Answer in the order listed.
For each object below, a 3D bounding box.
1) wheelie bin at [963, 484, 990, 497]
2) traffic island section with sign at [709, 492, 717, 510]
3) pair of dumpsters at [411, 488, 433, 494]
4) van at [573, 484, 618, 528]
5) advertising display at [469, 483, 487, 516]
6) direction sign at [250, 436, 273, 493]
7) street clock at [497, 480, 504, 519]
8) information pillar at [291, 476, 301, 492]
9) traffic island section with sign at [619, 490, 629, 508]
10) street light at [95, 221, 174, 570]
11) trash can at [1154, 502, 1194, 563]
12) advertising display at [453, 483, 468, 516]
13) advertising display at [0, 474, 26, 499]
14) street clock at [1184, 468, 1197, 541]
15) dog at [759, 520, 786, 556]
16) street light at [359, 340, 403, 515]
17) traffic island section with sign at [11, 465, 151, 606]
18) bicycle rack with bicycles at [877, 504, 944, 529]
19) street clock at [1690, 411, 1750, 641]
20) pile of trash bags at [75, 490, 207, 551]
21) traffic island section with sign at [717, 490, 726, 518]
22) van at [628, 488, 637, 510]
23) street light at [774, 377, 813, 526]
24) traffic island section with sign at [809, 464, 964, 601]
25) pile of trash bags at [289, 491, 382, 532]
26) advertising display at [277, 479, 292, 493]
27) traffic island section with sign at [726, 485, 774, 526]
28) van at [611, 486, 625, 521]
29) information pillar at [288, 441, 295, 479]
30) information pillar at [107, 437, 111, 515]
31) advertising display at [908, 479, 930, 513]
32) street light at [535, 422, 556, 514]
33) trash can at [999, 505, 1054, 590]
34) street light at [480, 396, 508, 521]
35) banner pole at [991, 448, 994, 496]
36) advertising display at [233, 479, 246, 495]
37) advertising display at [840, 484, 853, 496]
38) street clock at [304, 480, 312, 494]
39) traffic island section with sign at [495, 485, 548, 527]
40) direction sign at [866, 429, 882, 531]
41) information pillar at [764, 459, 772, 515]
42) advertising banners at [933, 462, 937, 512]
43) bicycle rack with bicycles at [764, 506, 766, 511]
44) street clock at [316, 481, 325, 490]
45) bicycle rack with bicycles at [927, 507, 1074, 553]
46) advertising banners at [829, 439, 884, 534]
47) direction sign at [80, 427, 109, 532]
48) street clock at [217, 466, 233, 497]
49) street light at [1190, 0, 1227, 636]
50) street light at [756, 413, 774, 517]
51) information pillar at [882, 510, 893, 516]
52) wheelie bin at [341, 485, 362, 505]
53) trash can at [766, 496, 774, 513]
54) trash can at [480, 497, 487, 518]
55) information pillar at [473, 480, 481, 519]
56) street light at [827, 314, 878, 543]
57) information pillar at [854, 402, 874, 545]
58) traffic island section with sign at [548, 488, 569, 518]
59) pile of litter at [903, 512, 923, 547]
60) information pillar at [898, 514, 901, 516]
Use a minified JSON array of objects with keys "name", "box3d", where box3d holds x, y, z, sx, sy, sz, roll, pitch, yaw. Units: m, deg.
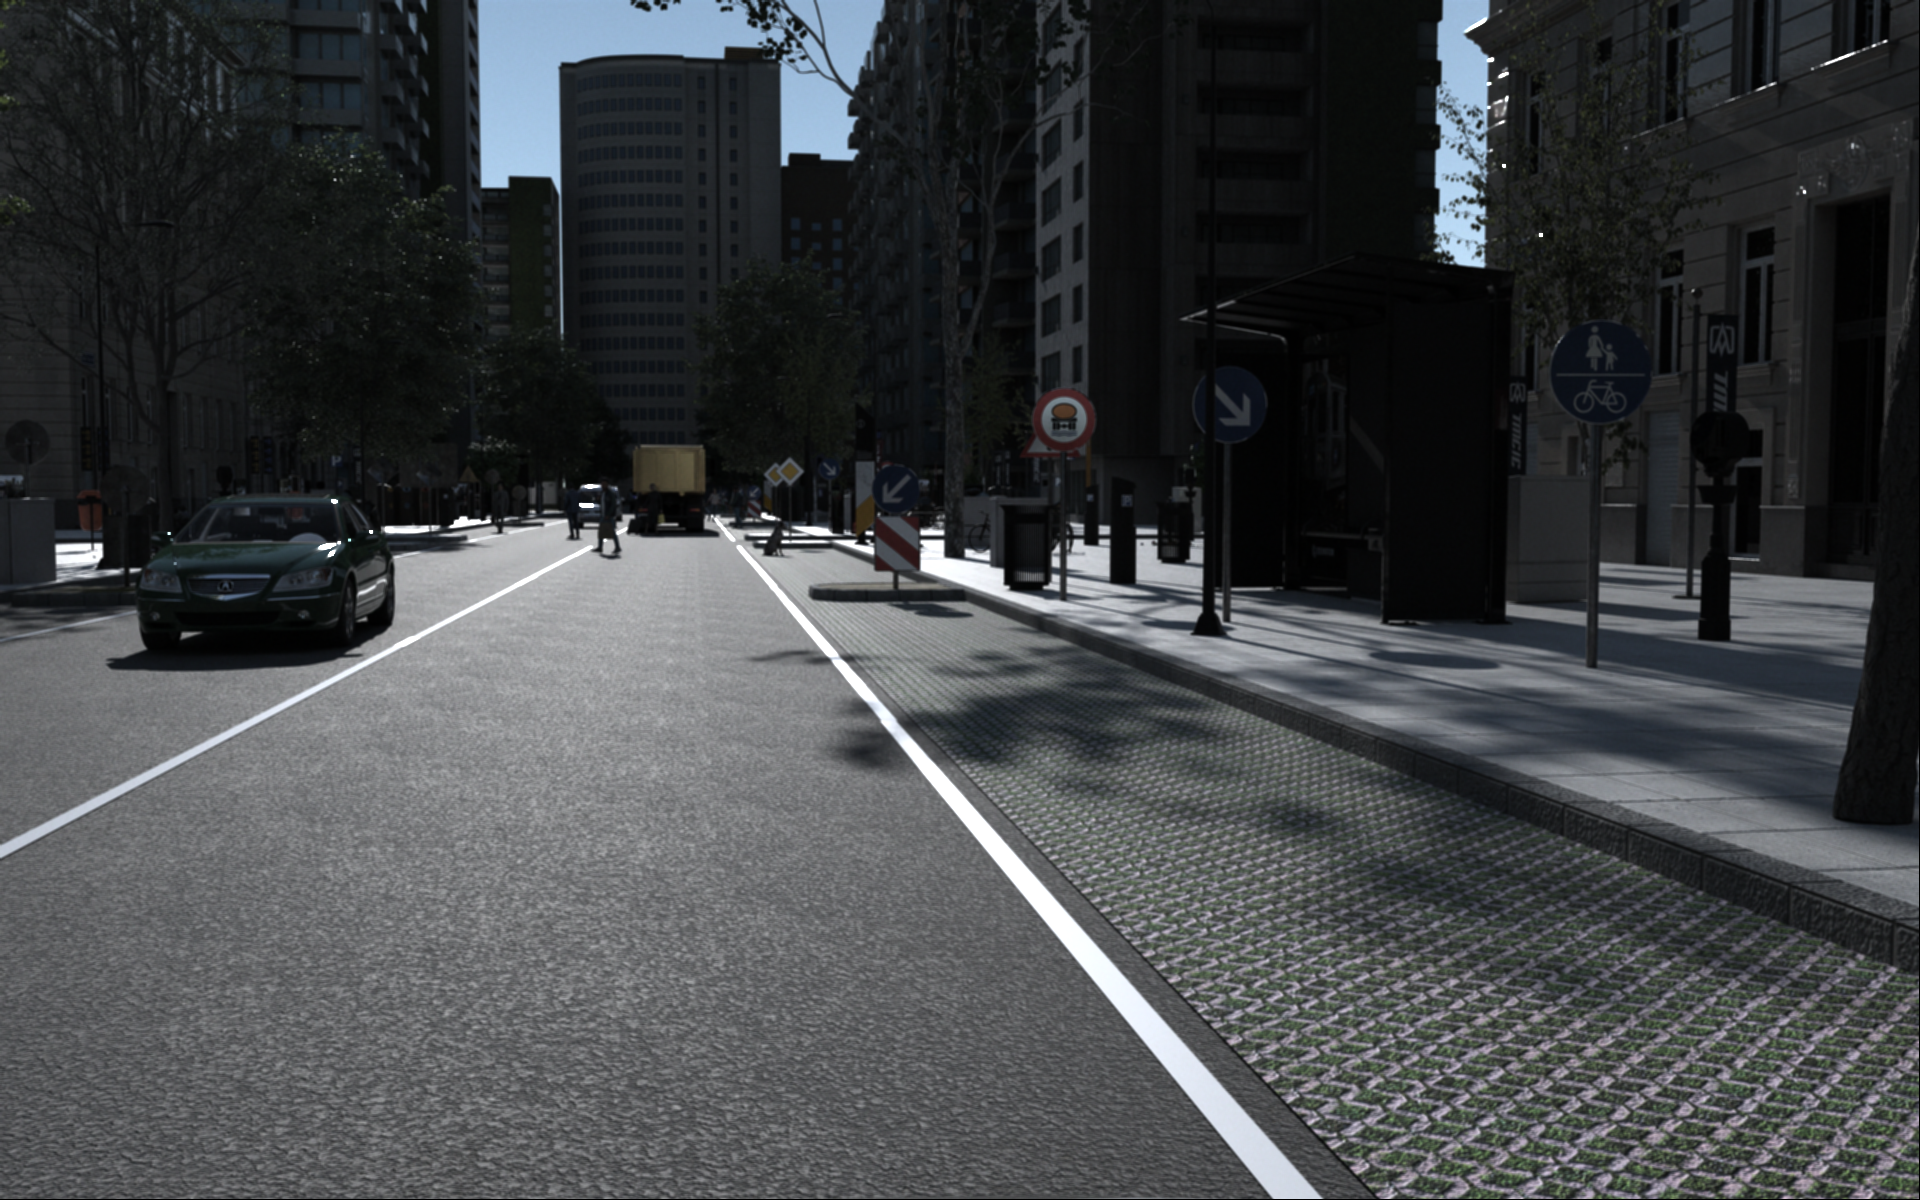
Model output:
[{"name":"wheelie bin","box3d":[0.447,-2.872,54.866,0.980,1.594,0.693,0,4,4]},{"name":"traffic island section with sign","box3d":[-21.304,-8.984,155.523,1.989,1.847,2.006,-1,4,-9]},{"name":"pair of dumpsters","box3d":[-25.592,-4.898,82.568,1.574,2.255,4.437,-1,4,-9]},{"name":"van","box3d":[-15.589,-4.094,73.946,2.013,2.044,4.112,-1,4,-8]},{"name":"advertising display","box3d":[-27.620,-5.772,99.579,0.974,1.923,0.123,1,4,20]},{"name":"direction sign","box3d":[-27.240,-4.623,67.588,0.379,3.537,0.876,3,5,39]},{"name":"street clock","box3d":[-23.944,-5.245,90.324,0.358,2.002,0.471,0,4,-1]},{"name":"information pillar","box3d":[-26.916,-4.021,70.241,0.304,2.012,0.304,-1,4,-11]},{"name":"traffic island section with sign","box3d":[-35.485,-10.509,180.444,1.989,1.847,2.006,-1,4,-9]},{"name":"street light","box3d":[-14.052,-3.484,29.512,1.470,5.913,1.316,-1,4,-9]},{"name":"trash can","box3d":[3.992,-1.265,32.334,0.748,1.137,0.748,0,3,0]},{"name":"advertising display","box3d":[-28.773,-5.801,100.063,0.974,1.923,0.123,-1,4,-19]},{"name":"advertising display","box3d":[-30.145,-3.042,54.948,0.123,1.923,0.974,2,4,30]},{"name":"street clock","box3d":[6.302,-2.617,47.366,0.358,2.002,0.471,1,4,20]},{"name":"dog","box3d":[-4.437,-1.429,40.202,0.800,0.831,0.513,-1,4,-8]},{"name":"street light","box3d":[-17.514,-4.881,52.354,1.470,5.913,1.316,-1,4,-9]},{"name":"traffic island section with sign","box3d":[-11.293,-0.891,23.189,1.989,1.847,2.006,-1,4,-9]},{"name":"bicycle rack with bicycles","box3d":[-1.173,-3.025,62.846,2.925,0.926,2.852,1,4,16]},{"name":"street clock","box3d":[6.624,-0.647,15.152,0.358,2.002,0.471,-1,4,-20]},{"name":"pile of trash bags","box3d":[-18.523,-1.854,40.058,3.447,1.369,1.912,-2,4,-29]},{"name":"traffic island section with sign","box3d":[-13.597,-5.918,105.394,1.989,1.847,2.006,-1,4,-9]},{"name":"van","box3d":[-28.251,-9.129,153.638,2.240,2.365,5.245,-1,4,-9]},{"name":"street light","box3d":[-6.563,-5.902,69.046,1.470,5.913,1.316,-1,4,-9]},{"name":"traffic island section with sign","box3d":[-1.072,-0.936,23.928,1.989,1.847,2.006,-1,4,-9]},{"name":"pile of trash bags","box3d":[-21.217,-2.975,58.401,3.447,1.369,1.912,1,4,15]},{"name":"advertising display","box3d":[-28.238,-4.129,72.730,0.123,1.923,0.974,2,4,24]},{"name":"traffic island section with sign","box3d":[-9.498,-4.289,78.752,1.989,1.847,2.006,-1,4,-9]},{"name":"van","box3d":[-18.969,-5.245,92.767,2.013,2.044,4.112,-1,4,-10]},{"name":"information pillar","box3d":[-29.676,-5.236,76.955,0.183,3.616,0.504,0,4,1]},{"name":"information pillar","box3d":[-30.371,-4.303,61.704,0.183,3.616,0.504,-1,4,-14]},{"name":"advertising display","box3d":[-1.742,-4.142,72.930,0.974,1.923,0.123,-1,4,-10]},{"name":"street light","box3d":[-26.728,-8.514,111.751,1.470,5.913,1.316,-1,4,-9]},{"name":"trash can","box3d":[0.891,-0.708,23.231,0.748,1.137,0.748,0,3,0]},{"name":"street light","box3d":[-22.148,-6.714,82.308,1.470,5.913,1.316,-1,4,-9]},{"name":"banner pole","box3d":[1.938,-6.308,93.152,0.863,3.779,0.401,-2,4,-34]},{"name":"advertising display","box3d":[-31.020,-4.246,74.629,0.123,1.923,0.974,0,4,2]},{"name":"advertising display","box3d":[-7.130,-6.364,109.262,0.974,1.923,0.123,-3,5,-43]},{"name":"street clock","box3d":[-34.189,-5.279,90.886,0.358,2.002,0.471,0,4,-2]},{"name":"traffic island section with sign","box3d":[-19.596,-4.192,77.171,1.989,1.847,2.006,-1,4,-9]},{"name":"direction sign","box3d":[-3.158,-4.171,60.195,0.876,3.537,0.379,0,4,-8]},{"name":"information pillar","box3d":[-11.707,-6.982,105.509,0.504,3.616,0.183,-2,4,-28]},{"name":"advertising banners","box3d":[-1.483,-6.164,96.966,0.090,3.025,2.074,-1,4,-10]},{"name":"bicycle rack with bicycles","box3d":[-13.020,-7.012,128.027,2.925,0.926,2.852,-1,4,-12]},{"name":"street clock","box3d":[-36.058,-5.697,97.723,0.358,2.002,0.471,1,4,18]},{"name":"bicycle rack with bicycles","box3d":[1.363,-1.489,37.729,2.925,0.926,2.852,-3,5,-39]},{"name":"advertising banners","box3d":[-3.304,-3.620,55.373,2.074,3.025,0.090,2,4,29]},{"name":"direction sign","box3d":[-29.162,-4.064,58.436,0.876,3.537,0.379,0,4,-6]},{"name":"street clock","box3d":[-18.878,-2.443,44.507,0.471,2.002,0.358,3,5,44]},{"name":"street light","box3d":[1.735,-2.632,15.574,1.470,5.913,1.316,-1,4,-9]},{"name":"street light","box3d":[-11.095,-7.700,98.443,1.470,5.913,1.316,-1,4,-9]},{"name":"information pillar","box3d":[-2.358,-3.214,57.043,0.304,2.012,0.304,2,4,30]},{"name":"wheelie bin","box3d":[-22.226,-3.397,63.452,0.693,1.594,0.980,1,4,18]},{"name":"trash can","box3d":[-12.516,-6.294,114.554,0.748,1.137,0.748,0,3,0]},{"name":"trash can","box3d":[-24.921,-4.786,89.909,0.748,1.137,0.748,0,3,0]},{"name":"information pillar","box3d":[-24.903,-5.186,89.281,0.304,2.012,0.304,-2,4,-28]},{"name":"street light","box3d":[-2.742,-4.431,44.980,1.470,5.913,1.316,-1,4,-9]},{"name":"information pillar","box3d":[-2.422,-3.214,43.911,0.504,3.616,0.183,1,4,15]},{"name":"traffic island section with sign","box3d":[-23.695,-5.822,103.814,1.989,1.847,2.006,-1,4,-9]},{"name":"pile of litter","box3d":[-1.485,-1.739,42.403,1.176,0.858,1.719,0,4,-2]},{"name":"information pillar","box3d":[-2.531,-3.990,69.724,0.304,2.012,0.304,-2,4,-24]}]
